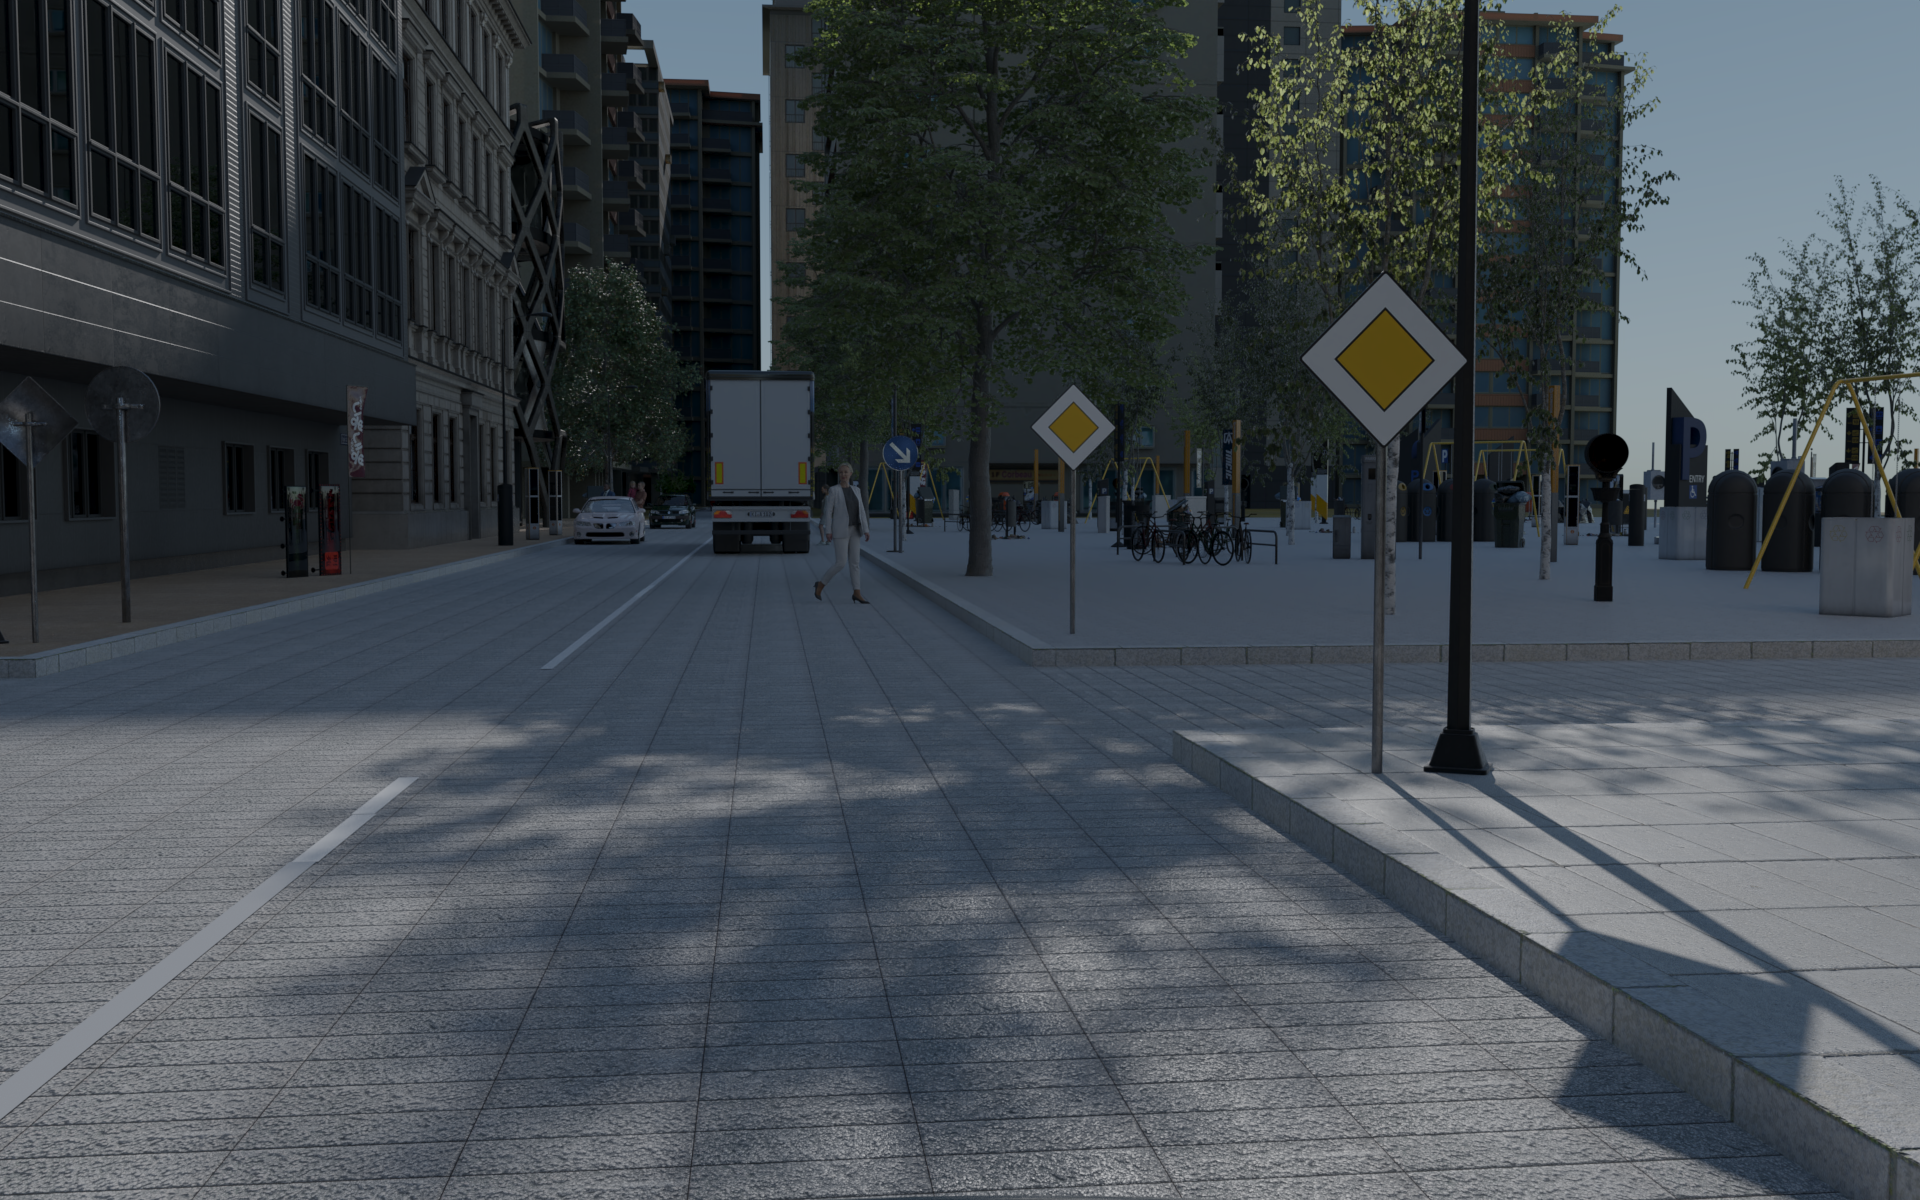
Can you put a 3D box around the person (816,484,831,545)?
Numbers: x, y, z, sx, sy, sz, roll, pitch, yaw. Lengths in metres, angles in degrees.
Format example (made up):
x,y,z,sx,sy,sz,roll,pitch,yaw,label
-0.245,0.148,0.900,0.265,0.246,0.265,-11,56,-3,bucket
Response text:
x,y,z,sx,sy,sz,roll,pitch,yaw,label
-3.755,-2.392,48.608,0.522,1.701,0.512,0,4,2,person

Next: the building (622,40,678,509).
x,y,z,sx,sy,sz,roll,pitch,yaw,label
-36.470,-27.814,146.643,23.993,40.220,32.217,0,4,-6,building

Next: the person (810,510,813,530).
x,y,z,sx,sy,sz,roll,pitch,yaw,label
-6.239,-3.698,69.151,0.728,1.800,0.709,1,4,14,person

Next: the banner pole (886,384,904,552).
x,y,z,sx,sy,sz,roll,pitch,yaw,label
-1.472,-2.963,38.455,0.401,3.779,0.863,-1,4,-9,banner pole

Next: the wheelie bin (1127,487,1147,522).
x,y,z,sx,sy,sz,roll,pitch,yaw,label
8.241,-4.452,80.698,0.980,1.594,0.693,-1,4,-12,wheelie bin

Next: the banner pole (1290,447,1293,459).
x,y,z,sx,sy,sz,roll,pitch,yaw,label
16.010,-5.728,83.663,0.401,3.779,0.863,0,4,0,banner pole

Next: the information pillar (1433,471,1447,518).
x,y,z,sx,sy,sz,roll,pitch,yaw,label
14.971,-3.034,54.103,0.304,2.012,0.304,-2,4,-25,information pillar

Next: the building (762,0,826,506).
x,y,z,sx,sy,sz,roll,pitch,yaw,label
-7.603,-36.698,189.248,27.495,52.752,28.713,0,4,-6,building

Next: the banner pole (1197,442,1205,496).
x,y,z,sx,sy,sz,roll,pitch,yaw,label
11.596,-5.715,83.455,0.401,3.779,0.863,3,4,37,banner pole

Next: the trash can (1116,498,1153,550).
x,y,z,sx,sy,sz,roll,pitch,yaw,label
4.102,-1.748,40.235,0.748,1.137,0.748,0,3,0,trash can

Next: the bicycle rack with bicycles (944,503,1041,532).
x,y,z,sx,sy,sz,roll,pitch,yaw,label
0.716,-2.802,59.192,2.852,0.926,2.925,-2,4,-28,bicycle rack with bicycles

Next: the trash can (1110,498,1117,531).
x,y,z,sx,sy,sz,roll,pitch,yaw,label
5.327,-2.938,59.693,0.748,1.137,0.748,0,3,0,trash can

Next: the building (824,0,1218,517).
x,y,z,sx,sy,sz,roll,pitch,yaw,label
2.778,-29.443,105.089,21.300,48.544,21.600,0,4,-6,building

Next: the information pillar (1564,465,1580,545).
x,y,z,sx,sy,sz,roll,pitch,yaw,label
15.402,-2.393,43.610,0.304,2.012,0.304,0,4,7,information pillar

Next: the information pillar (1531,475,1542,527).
x,y,z,sx,sy,sz,roll,pitch,yaw,label
22.284,-3.817,66.900,0.304,2.012,0.304,2,4,35,information pillar

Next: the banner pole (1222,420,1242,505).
x,y,z,sx,sy,sz,roll,pitch,yaw,label
9.271,-4.205,58.774,0.863,3.779,0.401,2,4,28,banner pole

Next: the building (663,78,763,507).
x,y,z,sx,sy,sz,roll,pitch,yaw,label
-35.206,-32.301,182.743,28.867,44.769,22.147,0,4,-6,building

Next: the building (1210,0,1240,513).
x,y,z,sx,sy,sz,roll,pitch,yaw,label
3.941,-33.097,130.380,28.713,52.752,27.495,0,4,-6,building

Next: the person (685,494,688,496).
x,y,z,sx,sy,sz,roll,pitch,yaw,label
-16.764,-5.751,105.748,0.599,1.433,0.991,0,4,-6,person

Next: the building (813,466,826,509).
x,y,z,sx,sy,sz,roll,pitch,yaw,label
-2.712,-43.778,154.019,20.563,71.187,20.611,0,4,-6,building

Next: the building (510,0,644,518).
x,y,z,sx,sy,sz,roll,pitch,yaw,label
-30.320,-27.374,102.193,22.147,44.769,28.867,0,4,-6,building

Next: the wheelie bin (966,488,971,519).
x,y,z,sx,sy,sz,roll,pitch,yaw,label
0.780,-4.811,86.569,0.980,1.594,0.693,0,4,2,wheelie bin

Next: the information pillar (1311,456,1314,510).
x,y,z,sx,sy,sz,roll,pitch,yaw,label
17.866,-5.845,86.919,0.504,3.616,0.183,2,4,26,information pillar

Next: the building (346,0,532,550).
x,y,z,sx,sy,sz,roll,pitch,yaw,label
-18.412,-11.208,47.871,10.561,19.102,19.286,0,4,-6,building

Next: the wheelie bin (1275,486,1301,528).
x,y,z,sx,sy,sz,roll,pitch,yaw,label
12.528,-3.569,66.254,0.980,1.594,0.693,1,4,9,wheelie bin

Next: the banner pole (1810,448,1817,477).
x,y,z,sx,sy,sz,roll,pitch,yaw,label
46.462,-6.383,94.385,0.863,3.779,0.401,-3,5,-40,banner pole

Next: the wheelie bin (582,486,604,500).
x,y,z,sx,sy,sz,roll,pitch,yaw,label
-14.101,-3.610,66.929,0.980,1.594,0.693,-1,4,-10,wheelie bin

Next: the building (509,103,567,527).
x,y,z,sx,sy,sz,roll,pitch,yaw,label
-23.966,-12.178,66.557,16.820,18.784,16.811,0,4,-6,building

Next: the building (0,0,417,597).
x,y,z,sx,sy,sz,roll,pitch,yaw,label
-17.857,-14.215,25.924,14.314,27.812,24.014,0,4,-6,building

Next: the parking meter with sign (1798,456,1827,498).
x,y,z,sx,sy,sz,roll,pitch,yaw,label
39.224,-5.065,79.081,1.738,3.016,0.543,0,4,7,parking meter with sign

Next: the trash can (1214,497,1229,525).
x,y,z,sx,sy,sz,roll,pitch,yaw,label
10.989,-3.747,72.925,0.748,1.137,0.748,0,3,0,trash can

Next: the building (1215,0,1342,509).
x,y,z,sx,sy,sz,roll,pitch,yaw,label
21.441,-44.009,157.798,20.611,71.187,20.563,0,4,-6,building

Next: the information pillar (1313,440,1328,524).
x,y,z,sx,sy,sz,roll,pitch,yaw,label
15.547,-5.071,74.260,0.504,3.616,0.183,2,4,27,information pillar

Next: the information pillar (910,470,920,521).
x,y,z,sx,sy,sz,roll,pitch,yaw,label
-2.104,-5.508,81.403,0.504,3.616,0.183,0,4,-2,information pillar

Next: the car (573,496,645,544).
x,y,z,sx,sy,sz,roll,pitch,yaw,label
-10.289,-2.363,51.000,2.083,1.381,4.827,0,4,-7,car

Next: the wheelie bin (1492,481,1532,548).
x,y,z,sx,sy,sz,roll,pitch,yaw,label
13.160,-2.049,41.414,0.980,1.594,0.693,2,4,33,wheelie bin

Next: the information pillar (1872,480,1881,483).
x,y,z,sx,sy,sz,roll,pitch,yaw,label
48.174,-5.299,91.127,0.304,2.012,0.304,-3,4,-36,information pillar

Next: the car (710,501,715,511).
x,y,z,sx,sy,sz,roll,pitch,yaw,label
-20.255,-8.494,147.557,2.281,1.827,5.304,0,4,-8,car

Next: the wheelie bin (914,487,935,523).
x,y,z,sx,sy,sz,roll,pitch,yaw,label
-1.599,-4.157,75.871,0.980,1.594,0.693,-2,4,-32,wheelie bin

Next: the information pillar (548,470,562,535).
x,y,z,sx,sy,sz,roll,pitch,yaw,label
-12.574,-3.017,53.819,0.304,2.012,0.304,1,4,18,information pillar

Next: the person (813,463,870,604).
x,y,z,sx,sy,sz,roll,pitch,yaw,label
-1.549,-0.878,22.734,0.818,1.842,0.514,2,4,31,person

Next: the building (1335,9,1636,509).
x,y,z,sx,sy,sz,roll,pitch,yaw,label
46.233,-30.908,159.973,28.867,44.769,22.147,0,4,-6,building

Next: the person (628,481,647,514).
x,y,z,sx,sy,sz,roll,pitch,yaw,label
-10.056,-2.777,53.885,0.580,1.828,0.573,-1,4,-19,person

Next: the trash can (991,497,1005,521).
x,y,z,sx,sy,sz,roll,pitch,yaw,label
1.672,-4.083,78.414,0.748,1.137,0.748,0,3,0,trash can

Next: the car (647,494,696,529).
x,y,z,sx,sy,sz,roll,pitch,yaw,label
-12.045,-3.844,72.633,2.009,1.686,4.222,0,4,-5,car

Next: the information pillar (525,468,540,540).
x,y,z,sx,sy,sz,roll,pitch,yaw,label
-11.963,-2.688,48.437,0.304,2.012,0.304,-2,4,-34,information pillar

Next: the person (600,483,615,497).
x,y,z,sx,sy,sz,roll,pitch,yaw,label
-11.400,-2.877,55.729,0.721,1.800,0.419,1,4,18,person
